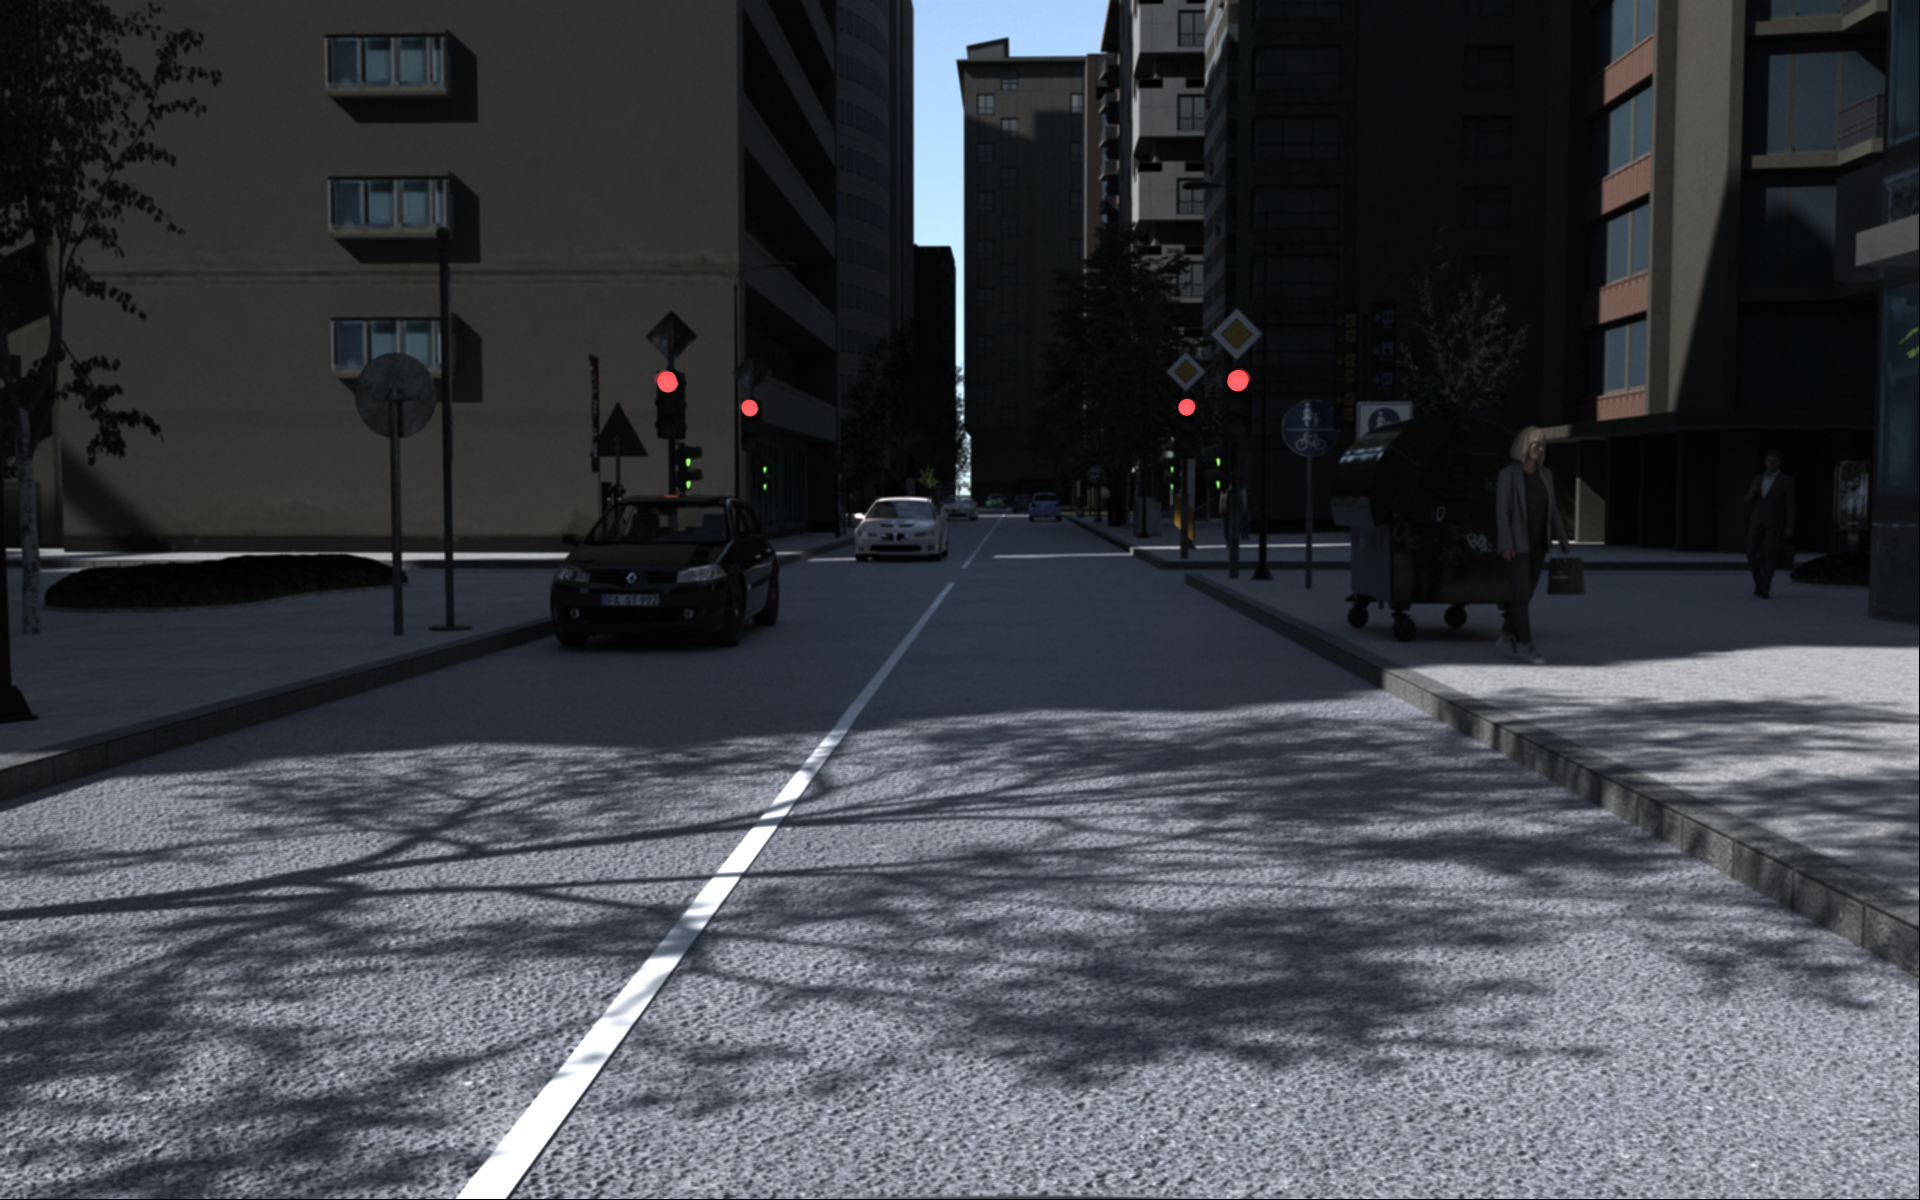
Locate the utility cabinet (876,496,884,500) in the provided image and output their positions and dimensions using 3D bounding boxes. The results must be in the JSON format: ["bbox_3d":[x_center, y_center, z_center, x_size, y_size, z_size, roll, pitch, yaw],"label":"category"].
[{"bbox_3d":[-3.024,-3.303,65.171,0.306,1.237,1.020,0,4,-1],"label":"utility cabinet"}]

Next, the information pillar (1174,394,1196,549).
[{"bbox_3d":[5.282,-3.010,40.570,0.504,3.616,0.183,2,4,27],"label":"information pillar"}]

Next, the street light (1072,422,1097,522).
[{"bbox_3d":[5.896,-6.564,79.866,1.470,5.913,1.316,0,4,2],"label":"street light"}]

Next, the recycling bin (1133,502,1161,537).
[{"bbox_3d":[5.681,-2.450,52.609,0.722,1.027,0.722,-1,4,-8],"label":"recycling bin"}]

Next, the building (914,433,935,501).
[{"bbox_3d":[-18.539,-52.435,169.987,31.000,86.520,22.319,0,4,2],"label":"building"}]

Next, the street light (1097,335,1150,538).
[{"bbox_3d":[4.853,-4.773,50.574,1.470,5.913,1.316,0,4,2],"label":"street light"}]

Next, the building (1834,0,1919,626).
[{"bbox_3d":[18.473,-23.471,3.354,23.786,49.044,30.456,0,4,2],"label":"building"}]

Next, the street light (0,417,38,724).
[{"bbox_3d":[-4.889,-2.267,9.613,1.470,5.913,1.316,0,4,2],"label":"street light"}]

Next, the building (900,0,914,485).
[{"bbox_3d":[-11.179,-30.250,144.698,14.600,45.320,14.200,0,4,2],"label":"building"}]

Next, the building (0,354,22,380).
[{"bbox_3d":[-26.486,-21.748,10.199,28.867,44.769,22.147,0,4,2],"label":"building"}]

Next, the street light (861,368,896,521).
[{"bbox_3d":[-3.055,-5.580,63.772,1.470,5.913,1.316,0,4,2],"label":"street light"}]

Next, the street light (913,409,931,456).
[{"bbox_3d":[-1.968,-7.376,93.135,1.470,5.913,1.316,0,4,2],"label":"street light"}]

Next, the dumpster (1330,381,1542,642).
[{"bbox_3d":[4.292,-0.810,15.742,1.502,2.255,1.985,0,4,2],"label":"dumpster"}]

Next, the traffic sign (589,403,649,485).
[{"bbox_3d":[-4.855,-1.506,24.622,0.884,2.594,0.081,1,4,11],"label":"traffic sign"}]

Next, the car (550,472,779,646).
[{"bbox_3d":[-2.899,-0.476,17.575,2.009,1.686,4.222,0,4,2],"label":"car"}]

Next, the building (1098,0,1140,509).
[{"bbox_3d":[23.504,-30.423,152.040,22.147,44.769,28.867,0,4,2],"label":"building"}]

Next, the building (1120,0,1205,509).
[{"bbox_3d":[25.489,-32.679,123.547,28.713,52.752,27.495,0,4,2],"label":"building"}]

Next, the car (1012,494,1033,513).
[{"bbox_3d":[4.945,-7.380,132.658,2.014,1.417,4.499,0,4,3],"label":"car"}]

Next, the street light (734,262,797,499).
[{"bbox_3d":[-3.957,-3.811,34.845,1.470,5.913,1.316,0,4,2],"label":"street light"}]

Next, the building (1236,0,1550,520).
[{"bbox_3d":[18.033,-23.606,69.559,14.154,41.232,14.086,0,4,2],"label":"building"}]

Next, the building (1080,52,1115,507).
[{"bbox_3d":[19.290,-32.022,173.676,14.600,45.320,14.200,0,4,2],"label":"building"}]

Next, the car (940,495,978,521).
[{"bbox_3d":[-0.029,-5.050,94.928,2.083,1.381,4.827,0,4,4],"label":"car"}]

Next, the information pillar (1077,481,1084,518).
[{"bbox_3d":[6.543,-5.478,94.052,0.304,2.012,0.304,-2,4,-34],"label":"information pillar"}]

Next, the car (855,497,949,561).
[{"bbox_3d":[-1.258,-1.609,38.670,2.083,1.381,4.827,0,4,3],"label":"car"}]

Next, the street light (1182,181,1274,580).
[{"bbox_3d":[3.998,-3.259,25.831,1.470,5.913,1.316,0,4,2],"label":"street light"}]

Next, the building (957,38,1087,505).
[{"bbox_3d":[13.852,-37.916,209.170,27.495,52.752,28.713,0,4,2],"label":"building"}]

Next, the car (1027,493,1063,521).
[{"bbox_3d":[4.531,-5.062,92.353,1.945,1.707,3.694,0,4,1],"label":"car"}]

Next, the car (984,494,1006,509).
[{"bbox_3d":[3.442,-9.511,167.301,2.131,1.459,4.920,0,4,4],"label":"car"}]

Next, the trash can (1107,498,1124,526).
[{"bbox_3d":[6.177,-3.502,68.913,0.748,1.137,0.748,0,3,0],"label":"trash can"}]

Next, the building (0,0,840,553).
[{"bbox_3d":[-15.048,-25.893,47.045,21.300,48.544,21.600,0,4,2],"label":"building"}]

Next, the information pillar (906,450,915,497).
[{"bbox_3d":[-2.627,-6.121,91.428,0.504,3.616,0.183,1,4,22],"label":"information pillar"}]

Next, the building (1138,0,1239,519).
[{"bbox_3d":[26.531,-24.735,96.301,32.217,40.220,23.993,0,4,2],"label":"building"}]

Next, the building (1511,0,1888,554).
[{"bbox_3d":[29.699,-23.879,45.052,28.867,44.769,22.147,0,4,2],"label":"building"}]

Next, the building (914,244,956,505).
[{"bbox_3d":[-7.592,-26.385,203.098,14.107,30.474,14.160,0,4,2],"label":"building"}]

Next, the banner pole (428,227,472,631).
[{"bbox_3d":[-4.886,-1.623,16.561,0.401,3.779,0.863,-1,4,-11],"label":"banner pole"}]

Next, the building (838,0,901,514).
[{"bbox_3d":[-15.667,-35.552,123.271,21.231,58.520,28.212,0,4,2],"label":"building"}]

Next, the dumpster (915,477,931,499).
[{"bbox_3d":[-2.442,-5.874,98.533,1.502,2.255,1.985,0,4,2],"label":"dumpster"}]

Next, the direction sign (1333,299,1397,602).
[{"bbox_3d":[4.792,-1.748,20.578,0.379,3.537,0.876,-3,5,-40],"label":"direction sign"}]

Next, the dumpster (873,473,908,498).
[{"bbox_3d":[-3.135,-4.620,78.029,1.502,2.255,1.985,0,4,2],"label":"dumpster"}]

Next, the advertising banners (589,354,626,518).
[{"bbox_3d":[-4.634,-1.624,22.746,0.090,3.025,2.074,0,4,0],"label":"advertising banners"}]
